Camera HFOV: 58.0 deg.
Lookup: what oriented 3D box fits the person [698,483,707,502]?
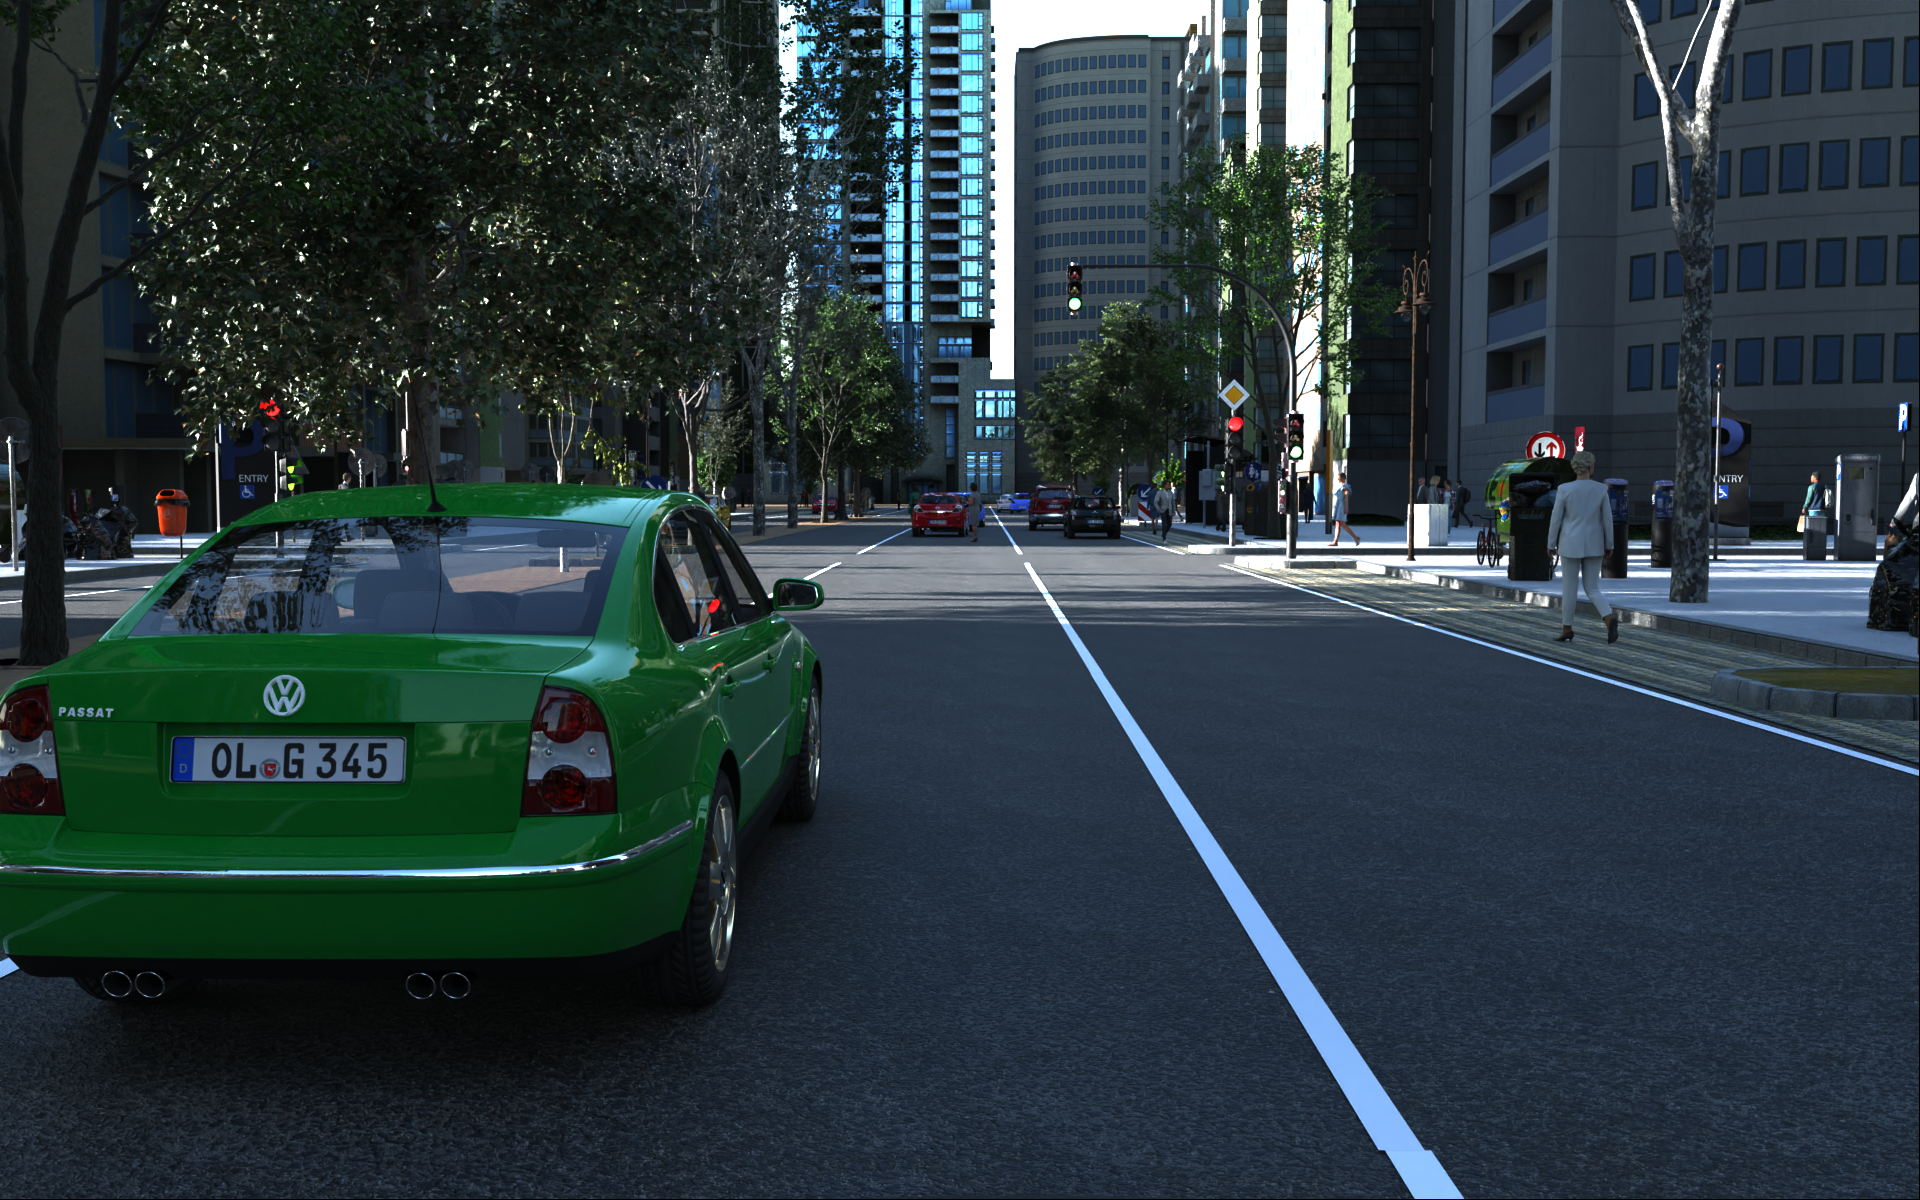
[{"bbox_3d":[-7.777,-2.608,51.567,0.576,1.772,0.534,-2,4,-35],"label":"person"}]

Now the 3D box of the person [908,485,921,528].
[{"bbox_3d":[-1.846,-3.834,71.436,0.600,1.795,0.529,-3,4,-39],"label":"person"}]

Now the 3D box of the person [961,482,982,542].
[{"bbox_3d":[0.381,-2.635,51.934,0.532,1.782,0.716,2,4,28],"label":"person"}]

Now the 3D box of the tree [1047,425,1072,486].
[{"bbox_3d":[10.539,-13.981,178.949,4.737,8.622,4.395,0,3,0],"label":"tree"}]

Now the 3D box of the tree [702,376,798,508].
[{"bbox_3d":[-15.671,-12.285,135.267,8.767,10.594,7.601,-2,4,-35],"label":"tree"}]

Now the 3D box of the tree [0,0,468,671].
[{"bbox_3d":[-7.575,-5.250,14.047,9.928,11.665,9.643,0,3,0],"label":"tree"}]

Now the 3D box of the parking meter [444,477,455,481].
[{"bbox_3d":[-17.837,-3.349,60.461,0.399,1.863,0.255,1,4,13],"label":"parking meter"}]

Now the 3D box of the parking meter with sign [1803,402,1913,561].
[{"bbox_3d":[17.217,-2.264,33.279,1.738,3.016,0.543,1,4,14],"label":"parking meter with sign"}]

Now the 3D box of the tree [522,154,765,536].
[{"bbox_3d":[-8.091,-12.312,59.649,12.611,20.169,13.585,0,3,0],"label":"tree"}]

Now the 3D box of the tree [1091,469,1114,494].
[{"bbox_3d":[10.678,-8.319,130.611,1.663,3.219,1.824,0,3,0],"label":"tree"}]

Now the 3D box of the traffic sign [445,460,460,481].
[{"bbox_3d":[-18.886,-3.955,64.777,0.768,2.556,0.104,0,4,3],"label":"traffic sign"}]

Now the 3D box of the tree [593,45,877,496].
[{"bbox_3d":[-7.345,-8.234,47.455,12.009,13.543,11.850,0,3,0],"label":"tree"}]

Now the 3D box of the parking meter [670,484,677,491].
[{"bbox_3d":[-16.561,-5.773,100.094,0.399,1.863,0.255,0,4,-2],"label":"parking meter"}]

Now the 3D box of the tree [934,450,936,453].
[{"bbox_3d":[-6.376,-11.440,106.516,9.611,12.733,9.660,0,3,0],"label":"tree"}]

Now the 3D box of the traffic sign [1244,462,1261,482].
[{"bbox_3d":[11.534,-4.153,68.003,0.768,2.556,0.104,1,4,9],"label":"traffic sign"}]

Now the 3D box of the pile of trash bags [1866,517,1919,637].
[{"bbox_3d":[10.171,-0.358,15.598,3.447,1.369,1.912,1,4,19],"label":"pile of trash bags"}]

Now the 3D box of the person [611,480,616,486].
[{"bbox_3d":[-8.870,-2.185,44.498,0.850,1.792,0.678,-2,4,-34],"label":"person"}]

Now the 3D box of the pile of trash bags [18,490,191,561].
[{"bbox_3d":[-16.817,-1.493,34.169,3.447,1.369,1.912,0,4,8],"label":"pile of trash bags"}]

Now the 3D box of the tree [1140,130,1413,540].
[{"bbox_3d":[8.917,-7.531,48.887,9.928,11.665,9.643,0,3,0],"label":"tree"}]

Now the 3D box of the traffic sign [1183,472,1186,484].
[{"bbox_3d":[12.426,-5.744,94.027,0.768,2.556,0.104,0,4,5],"label":"traffic sign"}]

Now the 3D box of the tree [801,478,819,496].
[{"bbox_3d":[-14.292,-10.529,166.744,1.663,3.219,1.824,0,3,0],"label":"tree"}]

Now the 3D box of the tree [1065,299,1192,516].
[{"bbox_3d":[9.910,-11.207,101.354,7.486,12.596,7.792,0,3,0],"label":"tree"}]

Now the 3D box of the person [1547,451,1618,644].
[{"bbox_3d":[5.932,-0.492,16.431,0.514,1.842,0.818,-1,4,-15],"label":"person"}]

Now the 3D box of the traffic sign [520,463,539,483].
[{"bbox_3d":[-17.620,-4.333,70.947,0.768,2.556,0.104,0,4,1],"label":"traffic sign"}]

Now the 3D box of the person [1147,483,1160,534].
[{"bbox_3d":[6.871,-3.230,61.341,0.581,1.822,0.654,1,4,22],"label":"person"}]

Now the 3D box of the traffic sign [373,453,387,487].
[{"bbox_3d":[-18.347,-3.320,54.389,0.768,2.556,0.104,1,4,10],"label":"traffic sign"}]

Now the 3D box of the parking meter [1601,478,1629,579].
[{"bbox_3d":[9.977,-1.099,26.374,0.372,1.533,0.369,0,3,0],"label":"parking meter"}]

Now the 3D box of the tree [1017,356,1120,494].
[{"bbox_3d":[10.277,-15.255,156.068,9.857,13.997,8.962,0,3,0],"label":"tree"}]

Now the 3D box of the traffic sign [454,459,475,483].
[{"bbox_3d":[-18.239,-3.893,63.753,0.768,2.556,0.104,0,4,2],"label":"traffic sign"}]

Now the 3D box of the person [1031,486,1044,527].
[{"bbox_3d":[3.370,-4.085,75.623,0.599,1.781,0.374,0,4,-7],"label":"person"}]

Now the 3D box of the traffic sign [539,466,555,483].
[{"bbox_3d":[-18.732,-4.796,78.523,0.768,2.556,0.104,0,4,7],"label":"traffic sign"}]

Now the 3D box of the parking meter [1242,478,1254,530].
[{"bbox_3d":[10.199,-3.402,61.338,0.399,1.863,0.255,3,5,43],"label":"parking meter"}]

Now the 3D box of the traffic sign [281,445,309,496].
[{"bbox_3d":[-17.607,-2.797,45.733,0.884,2.594,0.081,0,4,6],"label":"traffic sign"}]

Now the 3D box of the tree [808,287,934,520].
[{"bbox_3d":[-6.560,-10.762,95.419,9.611,12.733,9.660,0,3,0],"label":"tree"}]

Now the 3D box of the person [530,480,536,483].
[{"bbox_3d":[-16.132,-3.628,65.371,0.388,1.821,0.555,1,4,13],"label":"person"}]

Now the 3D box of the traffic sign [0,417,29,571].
[{"bbox_3d":[-15.711,-1.752,28.743,0.768,2.556,0.104,0,4,1],"label":"traffic sign"}]

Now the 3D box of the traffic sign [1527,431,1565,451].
[{"bbox_3d":[11.921,-2.155,35.335,0.768,2.556,0.104,1,4,10],"label":"traffic sign"}]

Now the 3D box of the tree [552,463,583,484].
[{"bbox_3d":[-21.649,-6.101,94.360,1.663,3.219,1.824,0,3,0],"label":"tree"}]

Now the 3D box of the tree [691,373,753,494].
[{"bbox_3d":[-14.815,-9.498,105.649,4.360,8.622,3.978,0,3,0],"label":"tree"}]

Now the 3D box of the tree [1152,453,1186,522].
[{"bbox_3d":[9.921,-5.273,80.812,1.663,3.219,1.824,0,3,0],"label":"tree"}]

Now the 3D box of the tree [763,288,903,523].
[{"bbox_3d":[-6.624,-9.626,85.601,9.928,11.665,9.643,0,3,0],"label":"tree"}]

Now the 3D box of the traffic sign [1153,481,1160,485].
[{"bbox_3d":[13.177,-7.003,114.607,0.768,2.556,0.104,1,4,9],"label":"traffic sign"}]

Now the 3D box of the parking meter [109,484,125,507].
[{"bbox_3d":[-22.130,-2.268,45.492,0.372,1.533,0.369,0,3,0],"label":"parking meter"}]

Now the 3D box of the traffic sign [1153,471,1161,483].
[{"bbox_3d":[11.117,-5.897,96.145,0.795,2.593,0.064,0,4,7],"label":"traffic sign"}]

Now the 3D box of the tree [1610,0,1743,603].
[{"bbox_3d":[8.182,-10.123,21.401,12.611,20.169,13.585,0,3,0],"label":"tree"}]

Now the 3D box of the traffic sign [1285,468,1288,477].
[{"bbox_3d":[11.577,-3.850,63.047,0.768,2.556,0.104,1,4,9],"label":"traffic sign"}]

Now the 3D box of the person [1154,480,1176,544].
[{"bbox_3d":[5.882,-2.543,49.925,0.661,1.843,0.795,-1,4,-20],"label":"person"}]

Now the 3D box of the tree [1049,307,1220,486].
[{"bbox_3d":[9.383,-9.357,87.406,7.601,10.594,8.767,-3,4,-39],"label":"tree"}]

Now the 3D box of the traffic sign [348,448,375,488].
[{"bbox_3d":[-16.469,-2.910,47.680,0.768,2.556,0.104,0,4,4],"label":"traffic sign"}]

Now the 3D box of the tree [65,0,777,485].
[{"bbox_3d":[-7.477,-6.385,23.865,9.611,12.733,9.660,0,3,0],"label":"tree"}]

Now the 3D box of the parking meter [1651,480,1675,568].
[{"bbox_3d":[12.286,-1.336,30.259,0.372,1.533,0.369,0,3,0],"label":"parking meter"}]

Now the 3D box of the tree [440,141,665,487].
[{"bbox_3d":[-7.211,-4.797,31.247,4.737,8.622,4.395,0,3,0],"label":"tree"}]

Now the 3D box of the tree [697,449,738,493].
[{"bbox_3d":[-15.942,-7.864,112.286,4.285,4.588,4.351,0,3,0],"label":"tree"}]

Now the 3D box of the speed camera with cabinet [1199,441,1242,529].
[{"bbox_3d":[9.904,-4.273,64.192,2.038,3.252,0.660,2,4,33],"label":"speed camera with cabinet"}]
